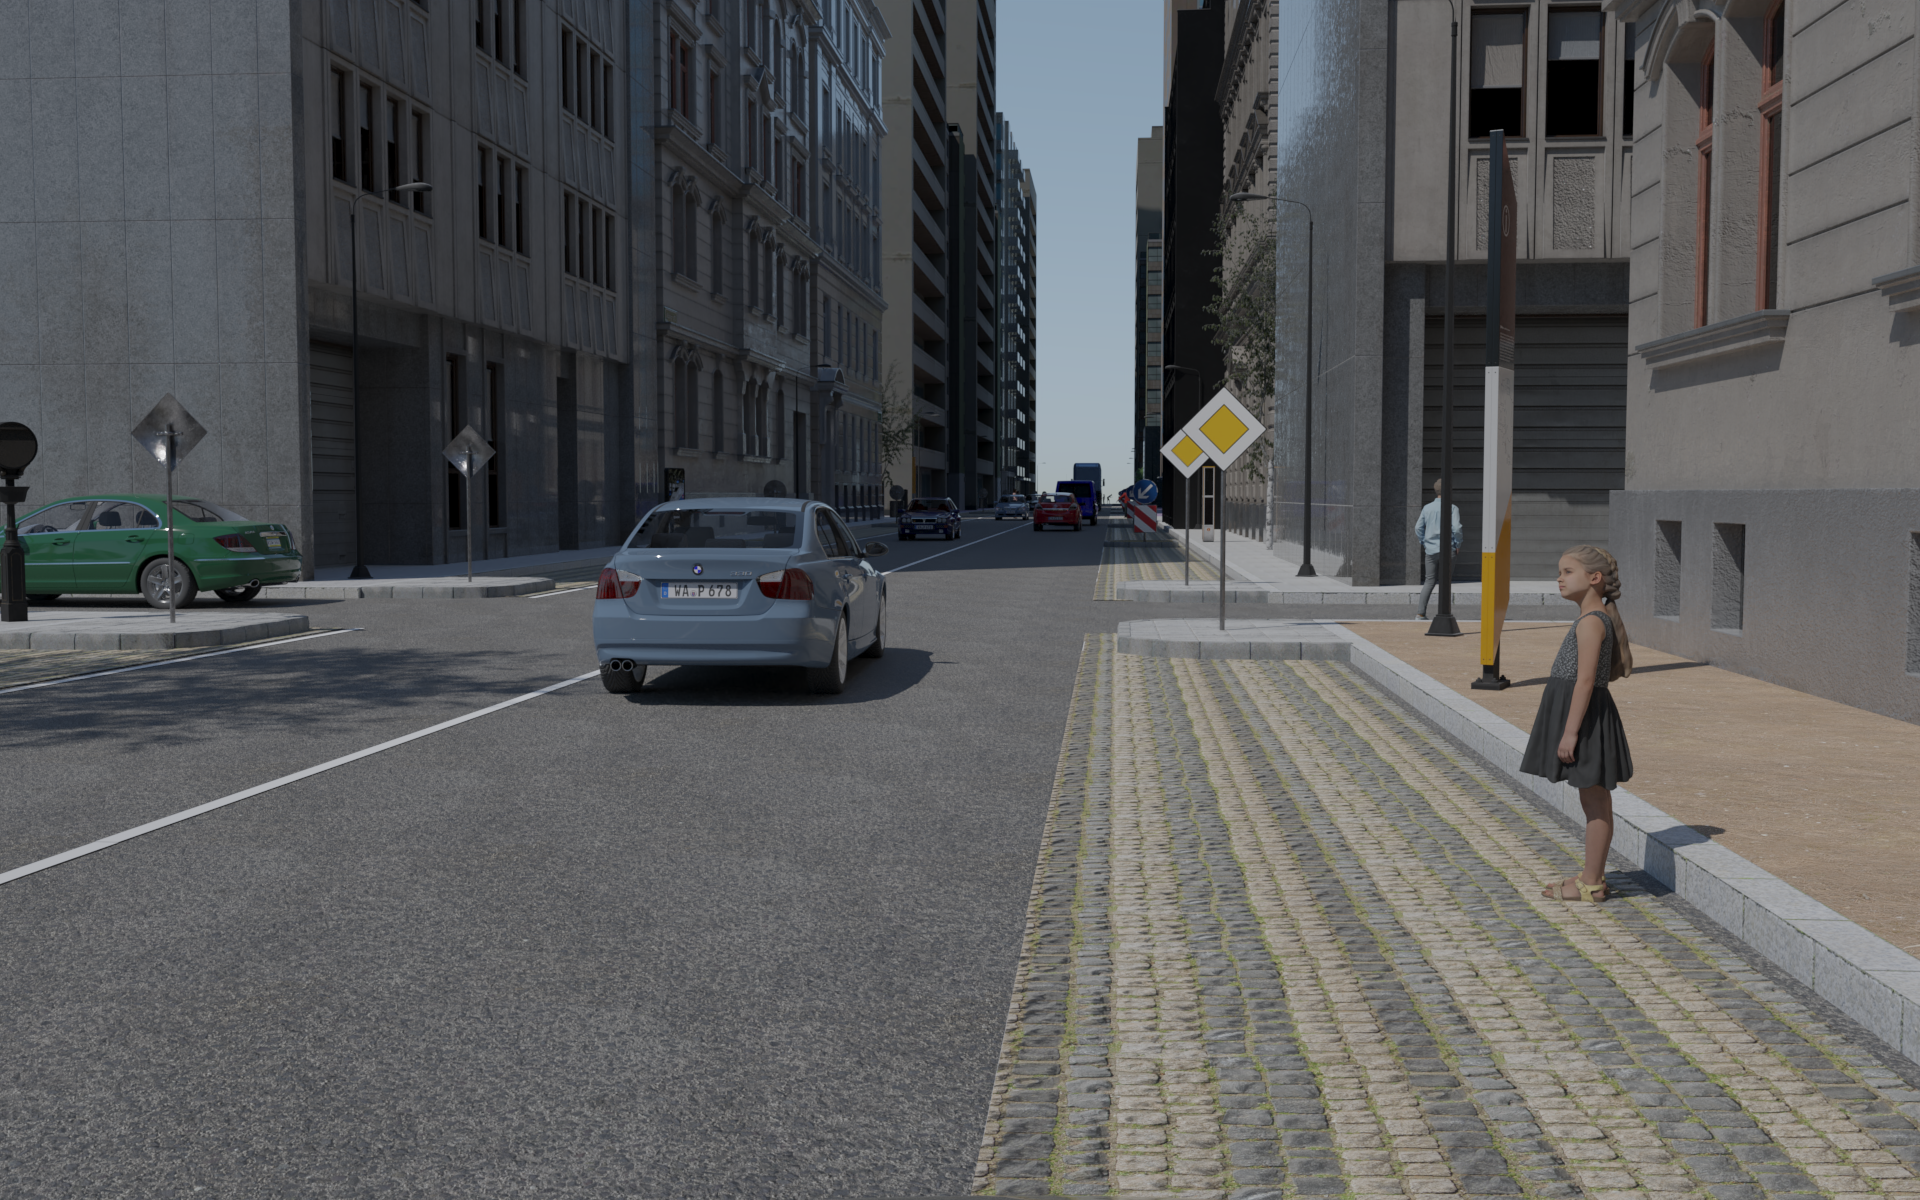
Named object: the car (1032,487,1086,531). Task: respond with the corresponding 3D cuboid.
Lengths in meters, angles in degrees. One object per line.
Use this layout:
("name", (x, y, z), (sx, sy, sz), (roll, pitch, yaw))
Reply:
("car", (3.857, -3.609, 68.053), (2.155, 1.783, 4.494), (0, 4, 6))

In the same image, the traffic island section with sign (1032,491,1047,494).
("traffic island section with sign", (9.027, -12.111, 206.635), (1.989, 1.847, 2.006), (0, 4, 5))

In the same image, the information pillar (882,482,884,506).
("information pillar", (-4.368, -5.609, 96.200), (0.304, 2.012, 0.304), (-1, 4, -12))

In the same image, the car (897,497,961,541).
("car", (-0.943, -2.568, 54.570), (1.945, 1.354, 3.894), (0, 4, 5))

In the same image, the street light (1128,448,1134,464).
("street light", (18.999, -13.036, 185.683), (1.470, 5.913, 1.316), (0, 4, 5))

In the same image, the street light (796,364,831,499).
("street light", (-5.293, -5.468, 61.935), (1.470, 5.913, 1.316), (0, 4, 5))

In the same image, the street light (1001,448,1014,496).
("street light", (4.683, -12.333, 174.188), (1.470, 5.913, 1.316), (0, 4, 5))

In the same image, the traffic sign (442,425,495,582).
("traffic sign", (-7.126, -1.315, 25.138), (0.795, 2.450, 0.064), (0, 4, 5))

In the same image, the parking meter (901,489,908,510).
("parking meter", (-2.923, -5.052, 91.011), (0.372, 1.533, 0.369), (0, 3, 0))

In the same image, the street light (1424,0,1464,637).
("street light", (3.852, -2.633, 15.585), (1.470, 5.913, 1.316), (0, 4, 5))

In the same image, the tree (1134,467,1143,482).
("tree", (19.874, -12.116, 181.811), (4.285, 4.588, 4.351), (0, 3, 0))

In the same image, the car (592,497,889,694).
("car", (-1.620, -0.106, 13.737), (2.014, 1.417, 4.499), (0, 4, 3))

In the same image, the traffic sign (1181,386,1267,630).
("traffic sign", (2.466, -0.771, 16.248), (0.795, 2.450, 0.064), (0, 4, 5))

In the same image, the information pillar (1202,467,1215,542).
("information pillar", (6.636, -2.556, 46.279), (0.304, 2.012, 0.304), (0, 4, 3))

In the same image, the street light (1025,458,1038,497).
("street light", (8.862, -15.146, 220.170), (1.470, 5.913, 1.316), (0, 4, 5))

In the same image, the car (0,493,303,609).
("car", (-11.121, -0.657, 22.542), (4.920, 1.459, 2.131), (0, 4, 7))

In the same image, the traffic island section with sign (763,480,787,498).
("traffic island section with sign", (-5.139, -2.393, 47.756), (1.989, 1.847, 2.006), (0, 4, 5))

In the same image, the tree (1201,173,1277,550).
("tree", (7.303, -5.459, 39.610), (4.360, 8.622, 3.978), (0, 3, 0))

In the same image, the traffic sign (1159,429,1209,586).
("traffic sign", (3.175, -1.257, 24.202), (0.795, 2.450, 0.064), (0, 4, 5))

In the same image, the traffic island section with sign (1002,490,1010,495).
("traffic island section with sign", (4.096, -8.732, 151.400), (1.989, 1.847, 2.006), (0, 4, 5))

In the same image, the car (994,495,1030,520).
("car", (2.891, -5.106, 95.481), (2.014, 1.417, 4.499), (0, 4, 5))

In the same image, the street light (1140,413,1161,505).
("street light", (11.651, -7.985, 103.103), (1.470, 5.913, 1.316), (0, 4, 5))

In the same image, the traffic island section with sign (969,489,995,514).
("traffic island section with sign", (1.708, -7.090, 124.550), (1.989, 1.847, 2.006), (0, 4, 5))

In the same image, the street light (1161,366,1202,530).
("street light", (8.117, -5.512, 62.666), (1.470, 5.913, 1.316), (0, 4, 5))

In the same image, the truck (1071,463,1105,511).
("truck", (10.319, -9.374, 143.027), (2.967, 4.110, 18.799), (0, 4, 6))

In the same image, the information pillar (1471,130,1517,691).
("information pillar", (3.559, -1.228, 11.440), (0.183, 3.616, 0.504), (2, 4, 29))

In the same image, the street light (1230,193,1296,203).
("street light", (4.859, -3.320, 26.830), (1.470, 5.913, 1.316), (0, 4, 5))

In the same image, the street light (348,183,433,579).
("street light", (-8.563, -3.273, 26.060), (1.470, 5.913, 1.316), (0, 4, 5))

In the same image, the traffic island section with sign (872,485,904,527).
("traffic island section with sign", (-2.722, -4.051, 74.866), (1.989, 1.847, 2.006), (0, 4, 5))

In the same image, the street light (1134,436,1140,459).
("street light", (14.907, -10.177, 138.939), (1.470, 5.913, 1.316), (0, 4, 5))

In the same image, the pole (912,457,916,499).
("pole", (-2.533, -6.198, 95.186), (0.158, 3.312, 0.155), (0, 3, 0))

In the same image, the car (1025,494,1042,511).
("car", (5.734, -7.525, 132.815), (2.009, 1.686, 4.222), (0, 4, 4))

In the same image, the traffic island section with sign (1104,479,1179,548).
("traffic island section with sign", (4.901, -2.346, 46.987), (1.989, 1.847, 2.006), (0, 4, 5))

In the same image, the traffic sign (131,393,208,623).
("traffic sign", (-7.836, -0.828, 17.184), (0.795, 2.450, 0.064), (0, 4, 5))

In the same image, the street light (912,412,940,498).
("street light", (-1.863, -7.878, 101.348), (1.470, 5.913, 1.316), (0, 4, 5))
